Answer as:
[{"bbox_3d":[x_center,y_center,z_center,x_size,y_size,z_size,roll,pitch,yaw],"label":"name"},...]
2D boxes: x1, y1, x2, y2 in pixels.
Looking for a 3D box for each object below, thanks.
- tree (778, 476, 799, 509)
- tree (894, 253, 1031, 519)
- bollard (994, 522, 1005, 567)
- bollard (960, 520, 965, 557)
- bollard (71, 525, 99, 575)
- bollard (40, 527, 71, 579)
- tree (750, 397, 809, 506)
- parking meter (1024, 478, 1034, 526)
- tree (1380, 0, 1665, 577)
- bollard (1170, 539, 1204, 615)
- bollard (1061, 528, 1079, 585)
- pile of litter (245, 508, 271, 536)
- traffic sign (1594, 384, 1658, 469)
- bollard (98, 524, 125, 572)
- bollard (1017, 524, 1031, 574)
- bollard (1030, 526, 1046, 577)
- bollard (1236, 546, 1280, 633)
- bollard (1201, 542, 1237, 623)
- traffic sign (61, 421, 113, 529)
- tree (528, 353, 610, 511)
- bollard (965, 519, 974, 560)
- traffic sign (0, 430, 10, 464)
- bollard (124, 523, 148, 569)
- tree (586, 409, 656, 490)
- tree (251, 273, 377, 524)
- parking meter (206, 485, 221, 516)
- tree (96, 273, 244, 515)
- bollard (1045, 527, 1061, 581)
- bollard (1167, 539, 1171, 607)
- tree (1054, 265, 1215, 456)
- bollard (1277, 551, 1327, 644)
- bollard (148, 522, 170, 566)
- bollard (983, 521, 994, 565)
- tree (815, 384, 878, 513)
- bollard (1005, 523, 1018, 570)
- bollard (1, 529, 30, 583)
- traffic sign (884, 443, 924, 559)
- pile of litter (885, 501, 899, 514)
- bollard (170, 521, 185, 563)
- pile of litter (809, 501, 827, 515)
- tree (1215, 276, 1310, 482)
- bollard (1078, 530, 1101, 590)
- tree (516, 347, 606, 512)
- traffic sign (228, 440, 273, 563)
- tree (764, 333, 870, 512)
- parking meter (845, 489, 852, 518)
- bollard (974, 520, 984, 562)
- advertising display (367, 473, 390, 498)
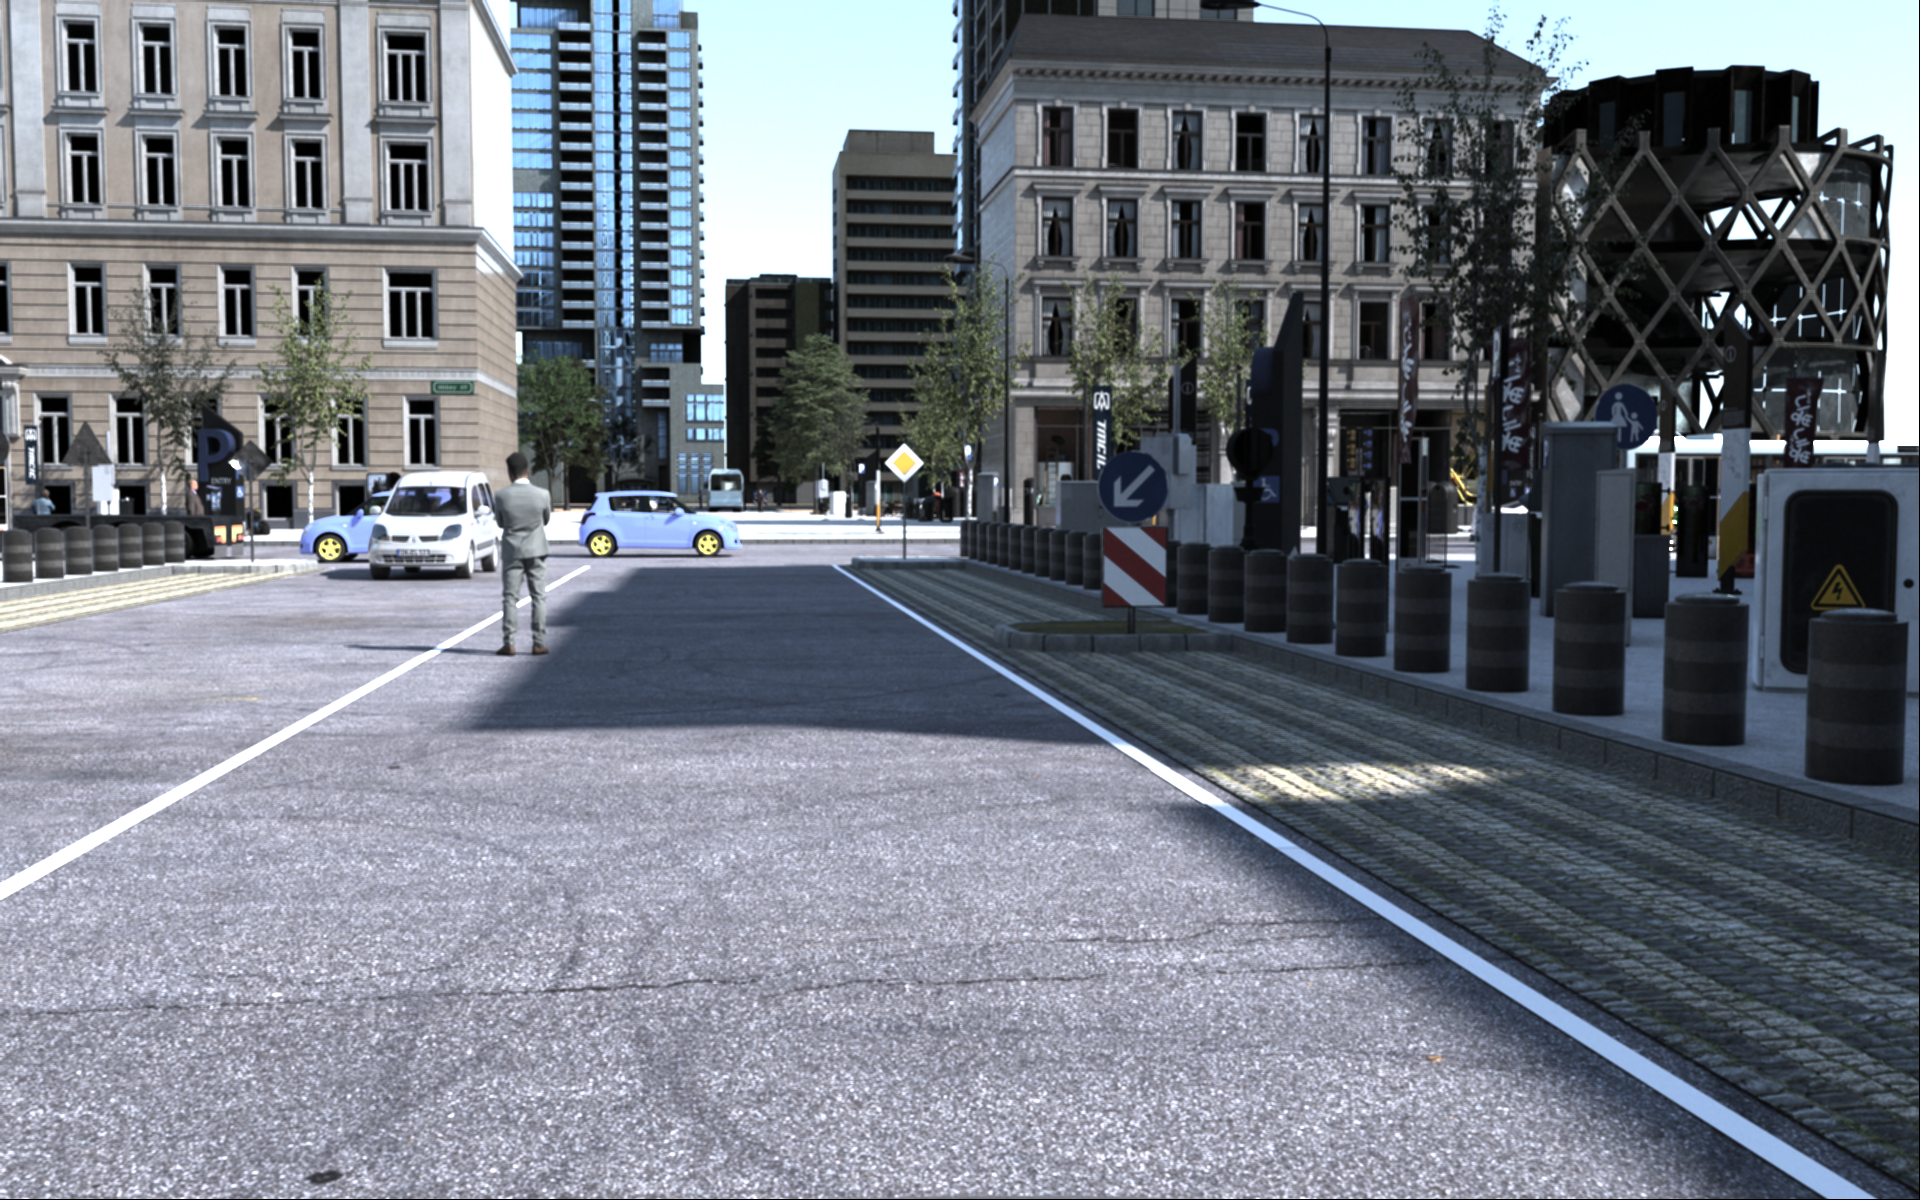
[{"bbox_3d":[-14.432,-9.373,147.846,1.663,3.219,1.824,0,3,0],"label":"tree"},{"bbox_3d":[0.256,-6.316,53.636,4.737,8.622,4.395,0,3,0],"label":"tree"},{"bbox_3d":[0.866,-0.965,30.498,0.404,0.777,0.398,0,3,0],"label":"bollard"},{"bbox_3d":[0.201,-1.256,35.260,0.404,0.777,0.398,0,3,0],"label":"bollard"},{"bbox_3d":[-14.018,-0.783,27.527,0.404,0.777,0.398,0,3,0],"label":"bollard"},{"bbox_3d":[-13.848,-0.710,26.330,0.404,0.777,0.398,0,3,0],"label":"bollard"},{"bbox_3d":[-20.181,-16.569,192.960,6.751,12.117,7.091,0,3,0],"label":"tree"},{"bbox_3d":[2.476,-3.469,62.426,0.255,1.863,0.399,2,4,24],"label":"parking meter"},{"bbox_3d":[8.234,-4.657,26.503,4.360,8.622,3.978,0,3,0],"label":"tree"},{"bbox_3d":[2.530,-0.236,18.568,0.404,0.777,0.398,0,3,0],"label":"bollard"},{"bbox_3d":[1.695,-0.600,24.521,0.404,0.777,0.398,0,3,0],"label":"bollard"},{"bbox_3d":[-22.161,-2.434,53.768,1.176,0.858,1.719,2,4,30],"label":"pile of litter"},{"bbox_3d":[7.689,-1.223,20.107,0.768,2.556,0.104,0,4,-5],"label":"traffic sign"},{"bbox_3d":[-14.181,-0.857,28.721,0.404,0.777,0.398,0,3,0],"label":"bollard"},{"bbox_3d":[1.199,-0.819,28.101,0.404,0.777,0.398,0,3,0],"label":"bollard"},{"bbox_3d":[1.365,-0.746,26.910,0.404,0.777,0.398,0,3,0],"label":"bollard"},{"bbox_3d":[2.859,-0.090,16.185,0.404,0.777,0.398,0,3,0],"label":"bollard"},{"bbox_3d":[2.693,-0.163,17.378,0.404,0.777,0.398,0,3,0],"label":"bollard"},{"bbox_3d":[-15.567,-1.889,30.886,0.884,2.594,0.081,0,4,-3],"label":"traffic sign"},{"bbox_3d":[-30.255,-12.889,132.796,6.751,12.117,7.091,0,3,0],"label":"tree"},{"bbox_3d":[0.370,-1.184,34.069,0.404,0.777,0.398,0,3,0],"label":"bollard"},{"bbox_3d":[-18.284,-1.988,32.614,0.768,2.556,0.104,0,4,-4],"label":"traffic sign"},{"bbox_3d":[-14.350,-0.930,29.917,0.404,0.777,0.398,0,3,0],"label":"bollard"},{"bbox_3d":[-37.554,-15.597,189.419,7.601,10.594,8.767,2,4,23],"label":"tree"},{"bbox_3d":[-21.873,-6.604,58.345,4.737,8.622,4.395,0,3,0],"label":"tree"},{"bbox_3d":[-21.282,-2.506,49.379,0.372,1.533,0.369,0,3,0],"label":"parking meter"},{"bbox_3d":[-26.891,-6.635,58.848,4.360,8.622,3.978,0,3,0],"label":"tree"},{"bbox_3d":[1.534,-0.673,25.720,0.404,0.777,0.398,0,3,0],"label":"bollard"},{"bbox_3d":[2.362,-0.308,19.758,0.404,0.777,0.398,0,3,0],"label":"bollard"},{"bbox_3d":[4.911,-6.435,55.572,4.737,8.622,4.395,0,3,0],"label":"tree"},{"bbox_3d":[3.028,-0.016,14.976,0.404,0.777,0.398,0,3,0],"label":"bollard"},{"bbox_3d":[-14.515,-1.003,31.119,0.404,0.777,0.398,0,3,0],"label":"bollard"},{"bbox_3d":[0.698,-1.038,31.688,0.404,0.777,0.398,0,3,0],"label":"bollard"},{"bbox_3d":[-7.426,-10.058,114.816,4.360,8.622,3.978,0,3,0],"label":"tree"},{"bbox_3d":[1.027,-0.892,29.307,0.404,0.777,0.398,0,3,0],"label":"bollard"},{"bbox_3d":[-13.682,-0.637,25.137,0.404,0.777,0.398,0,3,0],"label":"bollard"},{"bbox_3d":[-1.093,-1.856,33.985,0.795,2.450,0.064,0,4,-8],"label":"traffic sign"},{"bbox_3d":[-4.507,-5.973,111.621,1.176,0.858,1.719,-3,5,-40],"label":"pile of litter"},{"bbox_3d":[-14.683,-1.076,32.309,0.404,0.777,0.398,0,3,0],"label":"bollard"},{"bbox_3d":[-8.840,-5.754,108.036,1.176,0.858,1.719,0,4,4],"label":"pile of litter"},{"bbox_3d":[9.346,-6.592,58.149,4.737,8.622,4.395,0,3,0],"label":"tree"},{"bbox_3d":[1.863,-0.527,23.331,0.404,0.777,0.398,0,3,0],"label":"bollard"},{"bbox_3d":[-28.968,-12.032,122.486,9.928,11.665,9.643,0,3,0],"label":"tree"},{"bbox_3d":[-13.223,-1.754,32.321,0.795,2.450,0.064,0,4,-8],"label":"traffic sign"},{"bbox_3d":[-9.781,-12.489,122.314,7.486,12.596,7.792,0,3,0],"label":"tree"},{"bbox_3d":[-6.023,-5.213,93.635,0.372,1.533,0.369,0,3,0],"label":"parking meter"},{"bbox_3d":[0.534,-1.111,32.878,0.404,0.777,0.398,0,3,0],"label":"bollard"},{"bbox_3d":[-17.886,-2.941,53.299,0.974,1.923,0.123,2,4,34],"label":"advertising display"}]
